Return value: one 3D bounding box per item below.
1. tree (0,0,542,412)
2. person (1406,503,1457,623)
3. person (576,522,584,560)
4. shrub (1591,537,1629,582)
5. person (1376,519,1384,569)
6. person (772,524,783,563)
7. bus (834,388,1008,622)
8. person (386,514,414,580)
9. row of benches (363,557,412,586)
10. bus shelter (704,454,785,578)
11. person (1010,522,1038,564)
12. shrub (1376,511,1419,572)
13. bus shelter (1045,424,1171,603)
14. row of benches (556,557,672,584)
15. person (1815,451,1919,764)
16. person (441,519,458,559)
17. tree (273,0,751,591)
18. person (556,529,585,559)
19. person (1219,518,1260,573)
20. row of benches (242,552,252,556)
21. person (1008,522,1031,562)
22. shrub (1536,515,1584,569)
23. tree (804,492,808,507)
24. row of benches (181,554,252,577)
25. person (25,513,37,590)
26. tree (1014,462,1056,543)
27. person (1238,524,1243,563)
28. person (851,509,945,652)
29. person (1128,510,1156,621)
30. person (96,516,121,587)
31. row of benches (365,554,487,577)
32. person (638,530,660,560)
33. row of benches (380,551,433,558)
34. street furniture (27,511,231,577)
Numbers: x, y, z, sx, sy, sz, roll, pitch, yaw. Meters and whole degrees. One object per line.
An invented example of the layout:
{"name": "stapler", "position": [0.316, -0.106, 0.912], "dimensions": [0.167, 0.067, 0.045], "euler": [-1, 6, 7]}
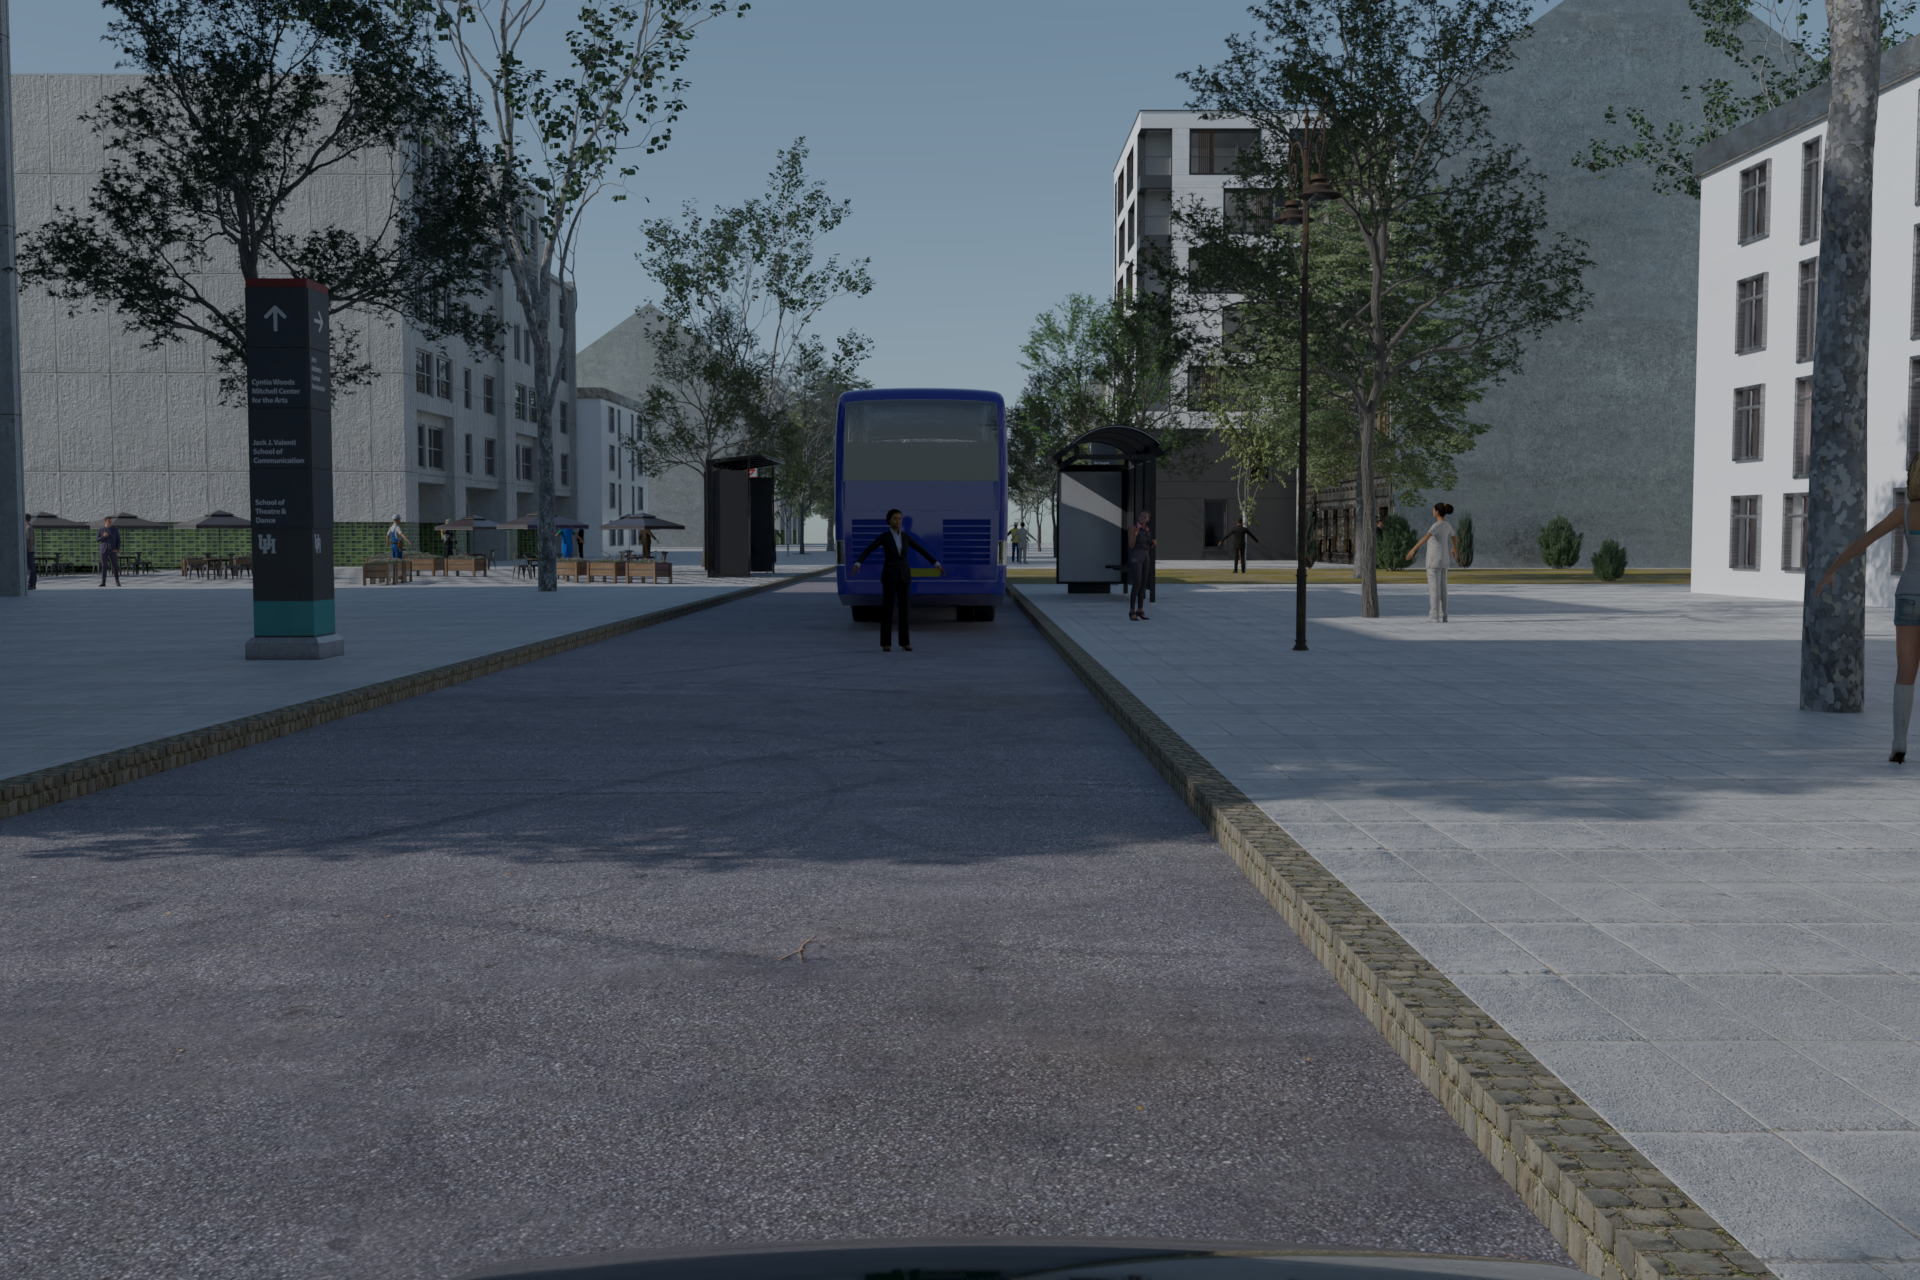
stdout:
{"name": "tree", "position": [-9.556, -5.516, 24.604], "dimensions": [8.767, 10.594, 7.601], "euler": [1, 4, 22]}
{"name": "person", "position": [6.893, -1.128, 25.208], "dimensions": [1.217, 1.739, 0.721], "euler": [-3, 5, -42]}
{"name": "person", "position": [-17.120, -4.395, 78.046], "dimensions": [0.705, 1.806, 1.347], "euler": [-1, 4, -21]}
{"name": "shrub", "position": [17.578, -2.188, 46.889], "dimensions": [1.383, 1.207, 1.383], "euler": [0, 3, 0]}
{"name": "person", "position": [15.390, -3.517, 63.435], "dimensions": [0.705, 1.837, 1.347], "euler": [2, 4, 34]}
{"name": "person", "position": [-8.404, -4.360, 77.414], "dimensions": [1.348, 1.813, 0.705], "euler": [-3, 5, -43]}
{"name": "bus", "position": [-0.629, -2.425, 31.197], "dimensions": [2.896, 3.916, 12.251], "euler": [0, 4, -1]}
{"name": "person", "position": [-15.845, -2.629, 48.834], "dimensions": [1.347, 1.847, 0.705], "euler": [3, 5, 41]}
{"name": "row of benches", "position": [-14.833, -1.800, 44.900], "dimensions": [1.422, 0.672, 4.104], "euler": [-1, 4, -9]}
{"name": "bus shelter", "position": [-6.625, -3.824, 53.813], "dimensions": [1.731, 3.624, 6.357], "euler": [0, 4, 1]}
{"name": "person", "position": [2.729, -4.206, 74.949], "dimensions": [1.347, 1.806, 0.705], "euler": [2, 4, 31]}
{"name": "shrub", "position": [14.908, -3.388, 59.438], "dimensions": [1.661, 2.075, 1.752], "euler": [0, 3, 0]}
{"name": "bus shelter", "position": [2.875, -2.500, 34.791], "dimensions": [2.014, 3.302, 5.546], "euler": [0, 4, 0]}
{"name": "row of benches", "position": [-9.284, -1.843, 45.601], "dimensions": [4.104, 0.672, 1.422], "euler": [2, 4, 35]}
{"name": "person", "position": [5.416, -0.186, 9.652], "dimensions": [1.214, 1.753, 0.721], "euler": [3, 5, 40]}
{"name": "person", "position": [-19.680, -3.732, 66.804], "dimensions": [0.705, 1.856, 1.354], "euler": [0, 4, -1]}
{"name": "tree", "position": [-10.519, -11.112, 37.568], "dimensions": [12.611, 20.169, 13.585], "euler": [0, 3, 0]}
{"name": "person", "position": [-14.374, -3.504, 63.419], "dimensions": [1.347, 1.817, 0.704], "euler": [-3, 5, -41]}
{"name": "person", "position": [9.154, -3.089, 56.724], "dimensions": [1.346, 1.802, 0.704], "euler": [0, 4, 1]}
{"name": "row of benches", "position": [-23.617, -2.719, 59.917], "dimensions": [1.422, 0.672, 4.104], "euler": [0, 4, 8]}
{"name": "person", "position": [2.546, -4.448, 78.691], "dimensions": [1.349, 1.833, 0.705], "euler": [1, 4, 16]}
{"name": "shrub", "position": [22.067, -3.626, 63.703], "dimensions": [1.690, 2.028, 1.600], "euler": [0, 3, 0]}
{"name": "tree", "position": [-21.526, -17.408, 234.989], "dimensions": [4.360, 8.622, 3.978], "euler": [0, 3, 0]}
{"name": "row of benches", "position": [-21.737, -2.321, 53.405], "dimensions": [4.104, 0.672, 1.422], "euler": [-2, 4, -31]}
{"name": "person", "position": [-21.598, -2.033, 39.813], "dimensions": [0.750, 1.759, 0.617], "euler": [-1, 4, -9]}
{"name": "tree", "position": [10.929, -19.117, 238.321], "dimensions": [9.928, 11.665, 9.643], "euler": [0, 3, 0]}
{"name": "person", "position": [12.236, -4.228, 75.935], "dimensions": [0.721, 1.733, 1.217], "euler": [1, 4, 20]}
{"name": "person", "position": [-0.757, -0.730, 21.117], "dimensions": [1.216, 1.740, 0.721], "euler": [-1, 4, -22]}
{"name": "person", "position": [2.708, -1.116, 25.764], "dimensions": [0.415, 1.643, 0.593], "euler": [0, 4, 6]}
{"name": "person", "position": [-20.782, -2.160, 42.275], "dimensions": [0.541, 1.710, 0.530], "euler": [-1, 4, -15]}
{"name": "row of benches", "position": [-16.314, -2.274, 52.646], "dimensions": [4.104, 0.672, 1.422], "euler": [1, 4, 20]}
{"name": "person", "position": [-11.771, -3.613, 65.217], "dimensions": [0.704, 1.812, 1.346], "euler": [-3, 5, -43]}
{"name": "row of benches", "position": [-19.634, -2.799, 61.219], "dimensions": [1.422, 0.672, 4.104], "euler": [0, 4, 2]}
{"name": "street furniture", "position": [-32.022, -2.737, 49.782], "dimensions": [14.083, 1.986, 27.439], "euler": [0, 4, 2]}
